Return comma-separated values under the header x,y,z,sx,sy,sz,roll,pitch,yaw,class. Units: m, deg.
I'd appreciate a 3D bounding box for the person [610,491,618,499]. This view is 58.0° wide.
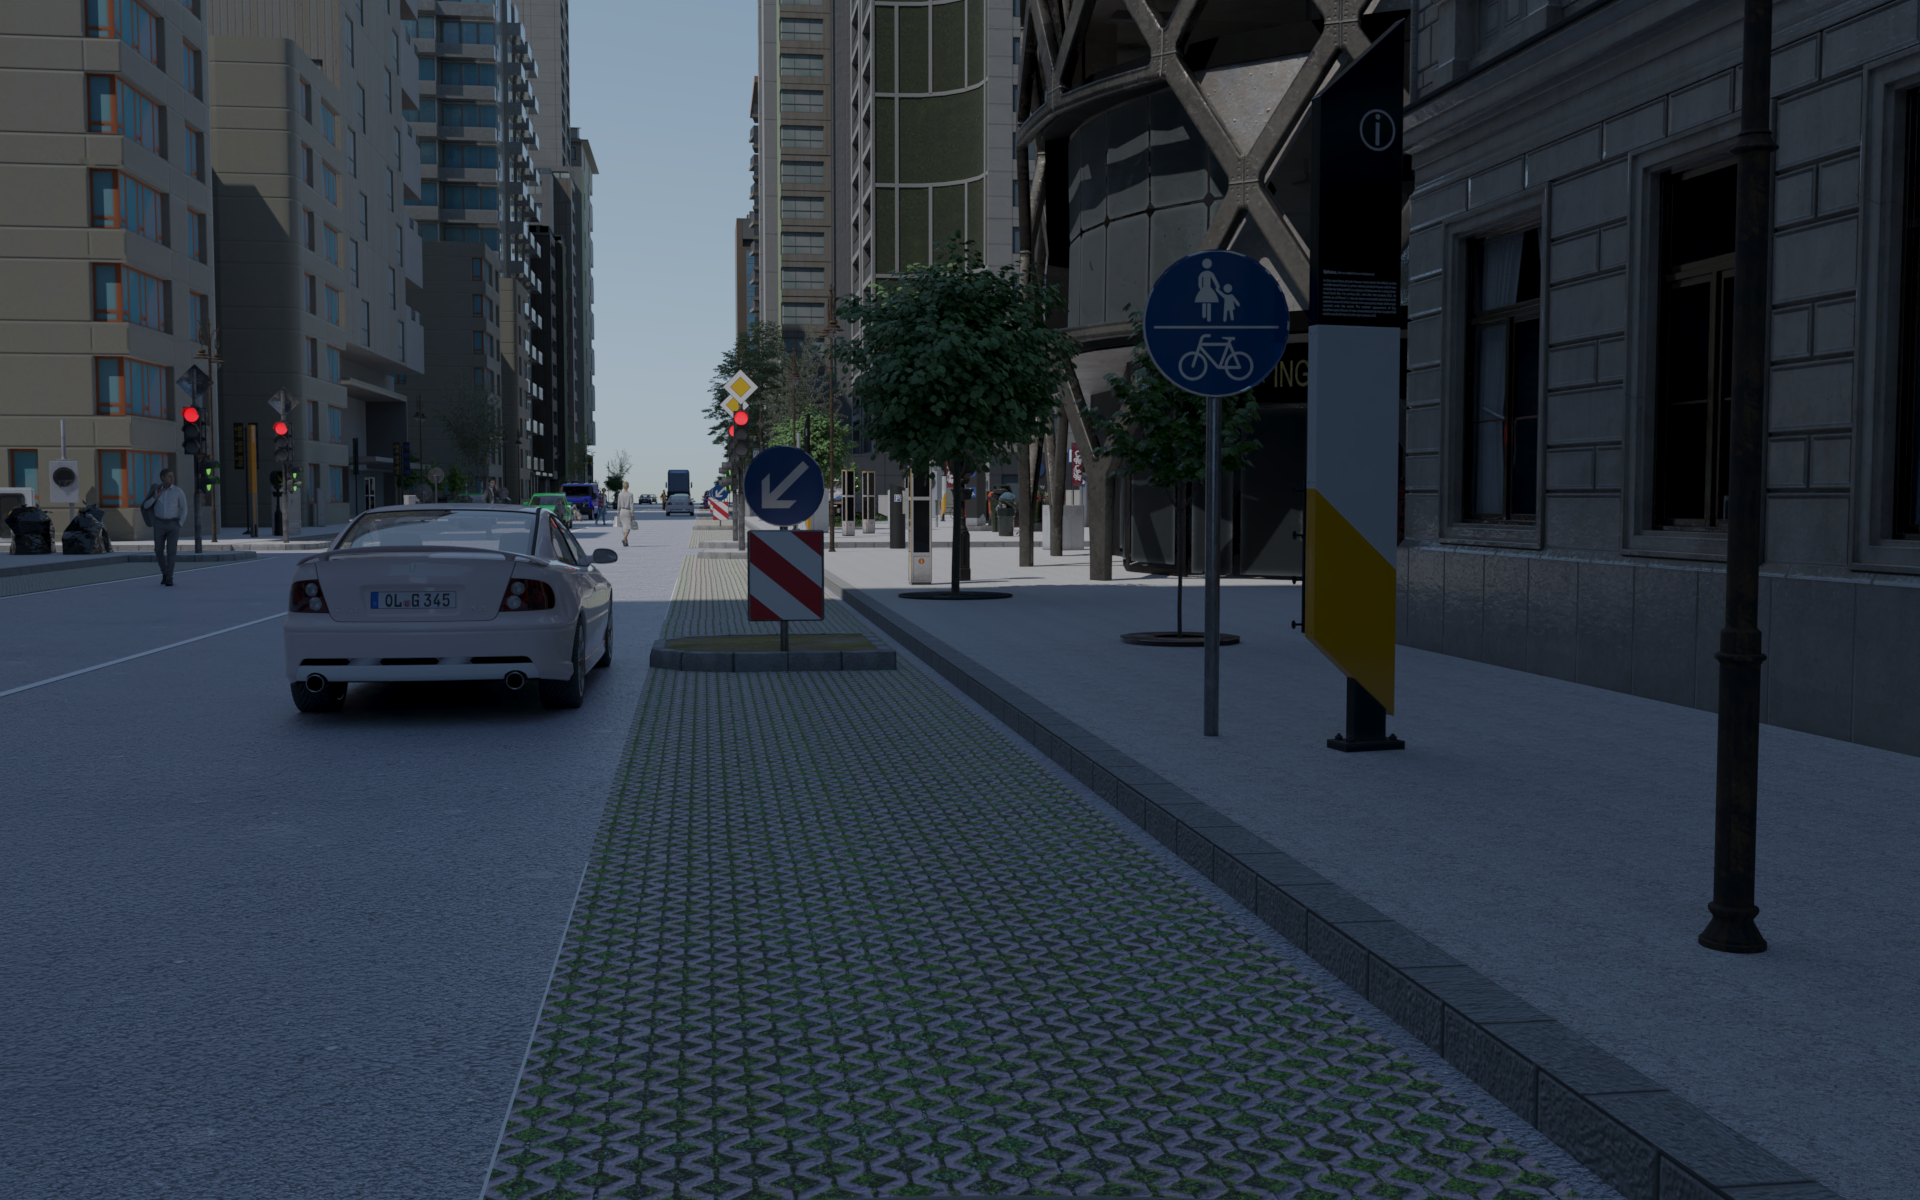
x,y,z,sx,sy,sz,roll,pitch,yaw,class
-36.928,-10.835,185.784,0.705,1.807,1.348,3,5,42,person

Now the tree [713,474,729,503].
x,y,z,sx,sy,sz,roll,pitch,yaw,class
-35.506,-16.955,260.924,4.285,4.588,4.351,0,3,0,tree

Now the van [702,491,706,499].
x,y,z,sx,sy,sz,roll,pitch,yaw,class
-32.400,-13.280,224.133,2.013,2.044,4.112,-1,4,-8,van

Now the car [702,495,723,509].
x,y,z,sx,sy,sz,roll,pitch,yaw,class
-22.501,-8.860,157.439,1.945,1.354,3.894,0,4,-8,car

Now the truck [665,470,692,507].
x,y,z,sx,sy,sz,roll,pitch,yaw,class
-29.968,-11.888,184.132,2.967,4.110,18.799,-1,4,-9,truck

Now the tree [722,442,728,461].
x,y,z,sx,sy,sz,roll,pitch,yaw,class
-26.121,-15.608,205.556,4.360,8.622,3.978,0,3,0,tree

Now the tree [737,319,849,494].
x,y,z,sx,sy,sz,roll,pitch,yaw,class
-6.818,-7.548,73.765,4.360,8.622,3.978,0,3,0,tree

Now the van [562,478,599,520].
x,y,z,sx,sy,sz,roll,pitch,yaw,class
-21.387,-5.678,97.227,2.240,2.365,5.245,0,4,-7,van

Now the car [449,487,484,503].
x,y,z,sx,sy,sz,roll,pitch,yaw,class
-22.600,-4.375,80.329,1.959,1.807,4.718,0,4,-8,car

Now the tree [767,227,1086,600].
x,y,z,sx,sy,sz,roll,pitch,yaw,class
-0.137,-2.309,21.471,4.285,4.588,4.351,0,3,0,tree

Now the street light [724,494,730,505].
x,y,z,sx,sy,sz,roll,pitch,yaw,class
-28.374,-14.565,210.930,0.468,5.910,1.993,-1,4,-8,street light

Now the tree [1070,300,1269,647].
x,y,z,sx,sy,sz,roll,pitch,yaw,class
1.773,-1.241,14.898,1.663,3.219,1.824,0,3,0,tree

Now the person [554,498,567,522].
x,y,z,sx,sy,sz,roll,pitch,yaw,class
-14.044,-2.943,60.893,0.640,1.303,0.475,3,5,41,person

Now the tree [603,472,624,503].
x,y,z,sx,sy,sz,roll,pitch,yaw,class
-51.372,-16.743,257.466,4.285,4.588,4.351,0,3,0,tree

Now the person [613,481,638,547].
x,y,z,sx,sy,sz,roll,pitch,yaw,class
-9.127,-2.341,47.126,0.694,1.780,0.624,2,4,30,person

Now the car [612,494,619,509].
x,y,z,sx,sy,sz,roll,pitch,yaw,class
-31.921,-9.428,163.929,2.009,1.686,4.222,0,4,-7,car

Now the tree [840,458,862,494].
x,y,z,sx,sy,sz,roll,pitch,yaw,class
-5.683,-6.007,92.822,1.663,3.219,1.824,0,3,0,tree

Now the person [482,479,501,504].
x,y,z,sx,sy,sz,roll,pitch,yaw,class
-14.508,-2.804,53.715,0.474,1.900,0.648,0,4,1,person

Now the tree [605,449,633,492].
x,y,z,sx,sy,sz,roll,pitch,yaw,class
-54.352,-19.969,276.851,4.360,8.622,3.978,0,3,0,tree

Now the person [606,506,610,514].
x,y,z,sx,sy,sz,roll,pitch,yaw,class
-24.330,-6.340,117.656,1.012,1.151,0.738,0,4,1,person

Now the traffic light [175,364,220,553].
x,y,z,sx,sy,sz,roll,pitch,yaw,class
-16.501,-2.969,37.457,0.839,4.253,0.868,-1,4,-8,traffic light

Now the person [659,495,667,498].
x,y,z,sx,sy,sz,roll,pitch,yaw,class
-41.438,-14.285,242.189,1.348,1.807,0.705,2,4,26,person

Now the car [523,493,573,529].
x,y,z,sx,sy,sz,roll,pitch,yaw,class
-16.955,-3.830,71.417,1.959,1.807,4.718,-1,4,-10,car

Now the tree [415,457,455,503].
x,y,z,sx,sy,sz,roll,pitch,yaw,class
-27.680,-5.878,90.698,1.663,3.219,1.824,0,3,0,tree

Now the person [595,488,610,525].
x,y,z,sx,sy,sz,roll,pitch,yaw,class
-16.488,-4.313,79.850,0.643,1.720,0.563,2,4,30,person

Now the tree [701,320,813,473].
x,y,z,sx,sy,sz,roll,pitch,yaw,class
-13.193,-11.942,113.384,7.486,12.596,7.792,0,3,0,tree

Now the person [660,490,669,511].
x,y,z,sx,sy,sz,roll,pitch,yaw,class
-25.295,-8.535,148.135,0.705,1.812,1.348,1,4,23,person

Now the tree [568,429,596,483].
x,y,z,sx,sy,sz,roll,pitch,yaw,class
-43.175,-14.997,195.555,4.737,8.622,4.395,0,3,0,tree

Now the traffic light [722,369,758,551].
x,y,z,sx,sy,sz,roll,pitch,yaw,class
-4.968,-3.074,39.173,0.839,4.253,0.868,-1,4,-8,traffic light

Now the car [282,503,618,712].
x,y,z,sx,sy,sz,roll,pitch,yaw,class
-3.628,-0.030,12.845,2.083,1.381,4.827,0,4,-7,car

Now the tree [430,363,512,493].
x,y,z,sx,sy,sz,roll,pitch,yaw,class
-27.918,-9.064,98.561,4.360,8.622,3.978,0,3,0,tree

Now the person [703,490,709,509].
x,y,z,sx,sy,sz,roll,pitch,yaw,class
-24.366,-9.683,166.827,0.705,1.822,1.348,3,4,37,person

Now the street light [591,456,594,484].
x,y,z,sx,sy,sz,roll,pitch,yaw,class
-43.160,-14.097,203.280,0.468,5.910,1.993,-1,4,-8,street light

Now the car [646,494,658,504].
x,y,z,sx,sy,sz,roll,pitch,yaw,class
-47.070,-15.532,264.174,2.015,1.641,3.980,0,4,-7,car

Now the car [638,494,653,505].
x,y,z,sx,sy,sz,roll,pitch,yaw,class
-43.428,-14.021,239.035,2.009,1.686,4.222,0,4,-7,car

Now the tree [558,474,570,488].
x,y,z,sx,sy,sz,roll,pitch,yaw,class
-38.078,-10.564,167.323,1.663,3.219,1.824,0,3,0,tree

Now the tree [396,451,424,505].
x,y,z,sx,sy,sz,roll,pitch,yaw,class
-36.131,-7.834,111.798,4.285,4.588,4.351,0,3,0,tree

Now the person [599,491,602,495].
x,y,z,sx,sy,sz,roll,pitch,yaw,class
-38.592,-10.853,186.043,1.348,1.812,0.705,0,4,6,person

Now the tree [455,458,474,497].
x,y,z,sx,sy,sz,roll,pitch,yaw,class
-27.194,-6.048,93.484,1.663,3.219,1.824,0,3,0,tree

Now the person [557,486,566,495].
x,y,z,sx,sy,sz,roll,pitch,yaw,class
-17.981,-4.236,77.856,0.616,1.811,0.778,-2,4,-24,person

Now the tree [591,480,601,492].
x,y,z,sx,sy,sz,roll,pitch,yaw,class
-44.073,-13.175,210.017,1.663,3.219,1.824,0,3,0,tree

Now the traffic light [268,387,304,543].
x,y,z,sx,sy,sz,roll,pitch,yaw,class
-17.670,-3.452,45.357,0.839,4.253,0.868,-1,4,-8,traffic light

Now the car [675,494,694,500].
x,y,z,sx,sy,sz,roll,pitch,yaw,class
-24.515,-8.605,152.487,2.131,1.459,4.920,0,4,-7,car

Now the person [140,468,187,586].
x,y,z,sx,sy,sz,roll,pitch,yaw,class
-12.488,-1.136,27.182,0.679,1.850,0.850,-1,4,-17,person

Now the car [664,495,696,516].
x,y,z,sx,sy,sz,roll,pitch,yaw,class
-18.560,-6.265,114.787,2.083,1.381,4.827,-1,4,-9,car
